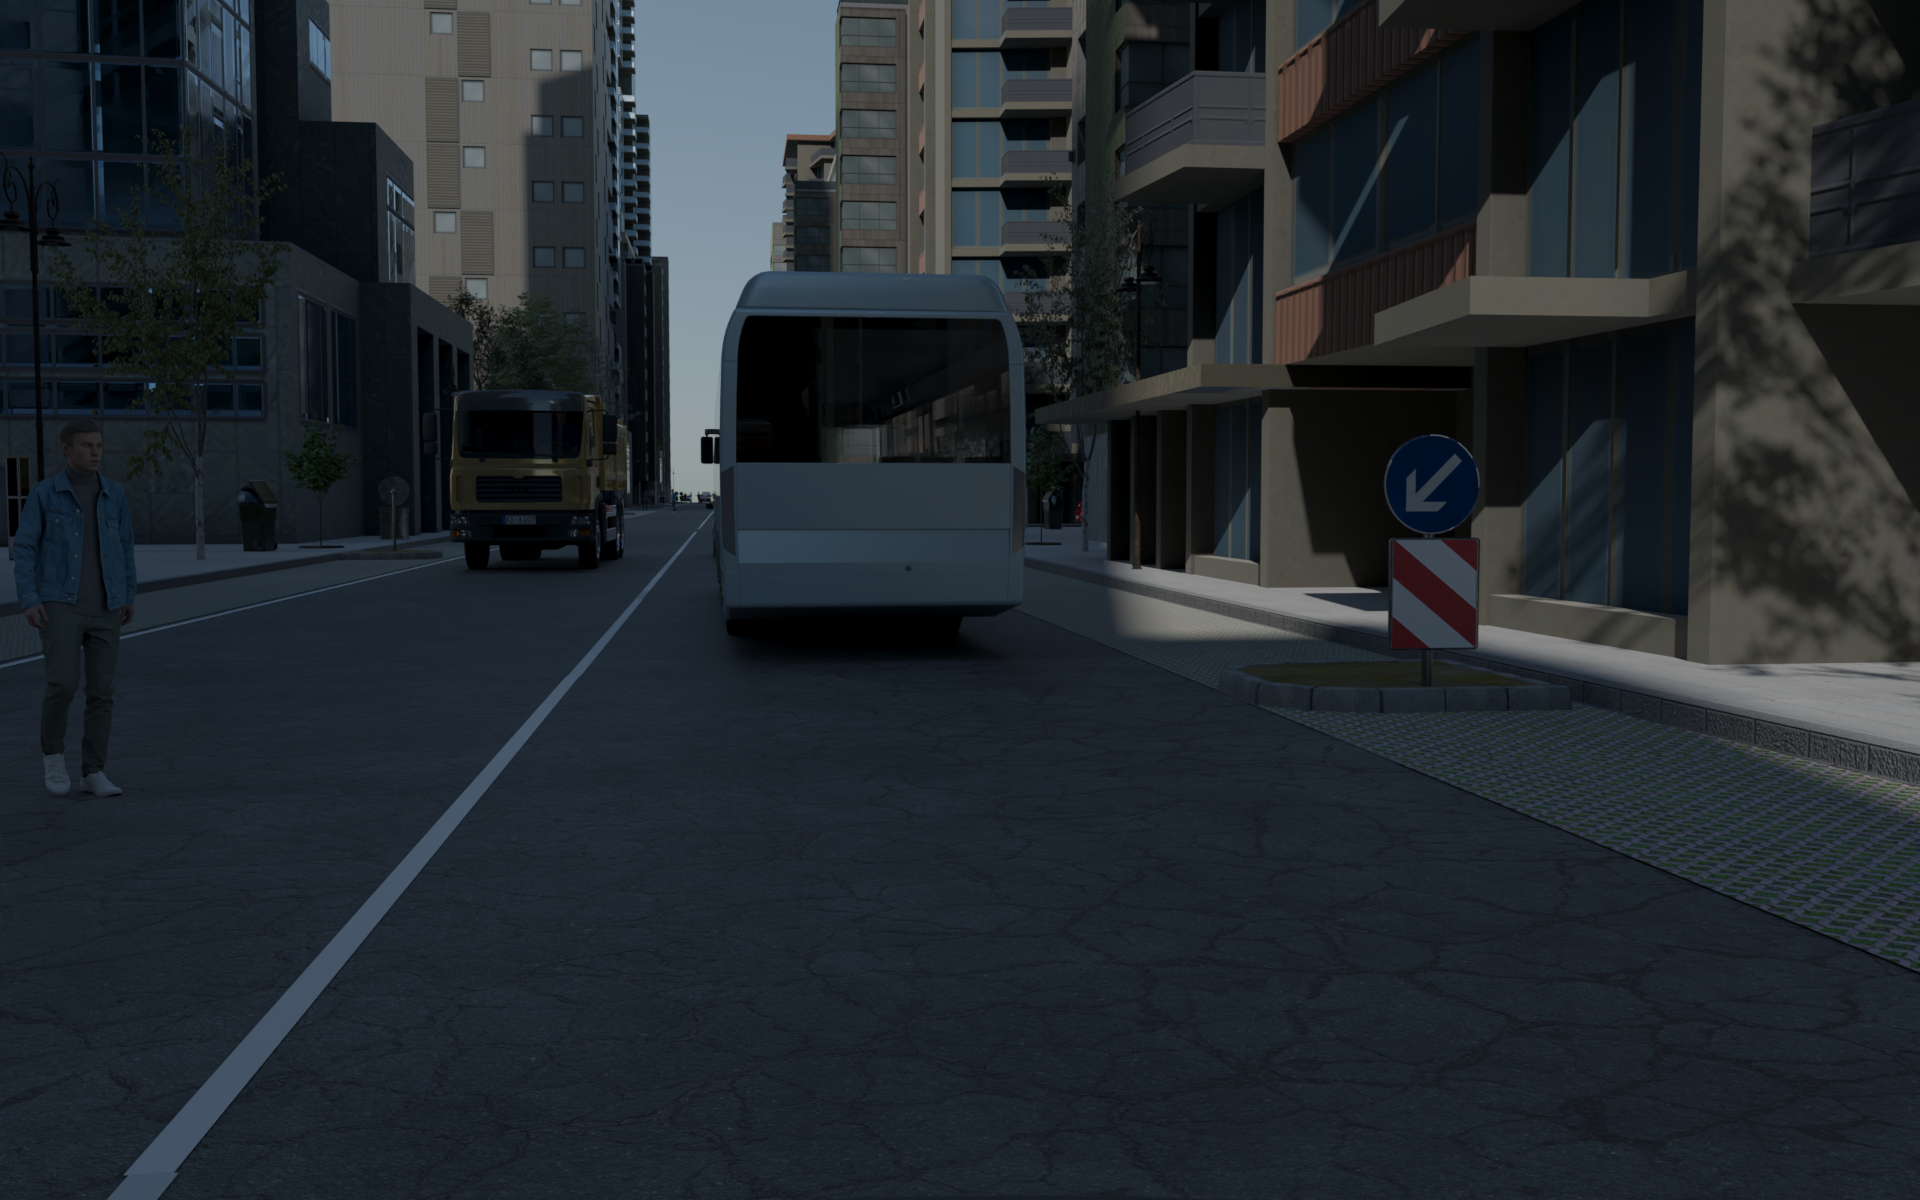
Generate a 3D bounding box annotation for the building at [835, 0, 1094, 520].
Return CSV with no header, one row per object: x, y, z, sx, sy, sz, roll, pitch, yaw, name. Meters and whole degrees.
-0.574,-20.345,104.343,14.160,30.474,14.107,0,4,-8,building

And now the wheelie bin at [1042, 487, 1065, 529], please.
3.398,-3.371,63.028,0.693,1.594,0.980,-1,4,-18,wheelie bin

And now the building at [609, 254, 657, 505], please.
-44.143,-26.745,208.983,14.160,30.474,14.107,0,4,-8,building

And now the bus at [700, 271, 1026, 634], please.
-1.667,-1.598,20.979,2.948,3.499,13.247,-1,4,-8,bus

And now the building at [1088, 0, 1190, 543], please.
10.157,-17.067,50.741,14.160,30.474,14.107,0,4,-8,building

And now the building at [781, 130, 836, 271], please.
-10.189,-33.928,209.351,22.147,44.769,28.867,0,4,-8,building

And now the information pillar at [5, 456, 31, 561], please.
-18.195,-1.774,33.498,0.304,2.012,0.304,1,4,14,information pillar

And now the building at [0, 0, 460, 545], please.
-32.341,-45.117,50.341,31.000,86.520,22.319,0,4,-8,building

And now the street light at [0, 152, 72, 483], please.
-12.719,-3.125,23.886,0.468,5.910,1.993,0,4,-8,street light

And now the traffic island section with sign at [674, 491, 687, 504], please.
-41.111,-14.858,251.552,1.989,1.847,2.006,0,4,-8,traffic island section with sign

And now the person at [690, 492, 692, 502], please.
-46.934,-17.928,301.482,0.599,1.838,0.709,0,4,7,person

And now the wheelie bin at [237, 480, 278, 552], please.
-15.766,-1.891,38.828,0.693,1.594,0.980,0,4,8,wheelie bin

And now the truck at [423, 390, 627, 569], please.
-8.428,-2.406,35.260,3.469,3.379,9.791,0,4,-7,truck

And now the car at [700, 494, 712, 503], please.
-39.748,-15.944,269.719,2.155,1.783,4.494,0,4,-8,car

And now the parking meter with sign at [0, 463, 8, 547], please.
-23.033,-2.793,41.925,1.738,3.016,0.543,-2,4,-30,parking meter with sign

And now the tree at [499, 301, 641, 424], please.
-25.382,-12.214,110.069,12.009,13.543,11.850,0,3,0,tree

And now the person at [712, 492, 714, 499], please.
-41.678,-17.395,293.045,1.348,1.807,0.705,1,4,12,person

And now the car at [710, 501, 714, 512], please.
-10.562,-4.313,80.110,1.945,1.707,3.694,-1,4,-9,car

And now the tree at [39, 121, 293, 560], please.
-15.128,-5.099,33.738,4.737,8.622,4.395,0,3,0,tree

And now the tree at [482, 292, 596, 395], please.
-23.890,-10.993,97.861,7.486,12.596,7.792,0,3,0,tree

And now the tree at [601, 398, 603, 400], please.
-27.493,-11.017,130.497,4.360,8.622,3.978,0,3,0,tree

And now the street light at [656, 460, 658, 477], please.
-40.277,-15.722,229.843,0.468,5.910,1.993,0,4,-8,street light

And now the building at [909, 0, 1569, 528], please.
10.288,-26.230,83.480,28.867,44.769,22.147,0,4,-8,building

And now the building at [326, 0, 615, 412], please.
-45.603,-34.661,155.944,28.713,52.752,27.495,0,4,-8,building

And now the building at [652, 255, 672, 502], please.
-55.719,-37.033,289.081,14.154,41.232,14.086,0,4,-8,building

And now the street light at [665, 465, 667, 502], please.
-44.904,-17.868,264.936,0.468,5.910,1.993,0,4,-8,street light

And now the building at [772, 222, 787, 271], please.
-21.396,-35.416,262.643,14.154,41.232,14.086,0,4,-8,building

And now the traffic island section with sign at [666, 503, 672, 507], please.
-33.792,-11.514,196.888,1.989,1.847,2.006,0,4,-8,traffic island section with sign

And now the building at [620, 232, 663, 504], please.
-57.611,-33.399,237.948,32.217,40.220,23.993,0,4,-8,building

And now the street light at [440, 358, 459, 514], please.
-17.339,-5.275,59.040,0.468,5.910,1.993,0,4,-8,street light

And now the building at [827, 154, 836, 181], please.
-1.112,-30.058,183.324,32.217,40.220,23.993,0,4,-8,building

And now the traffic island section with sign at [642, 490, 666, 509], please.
-30.183,-9.870,170.007,1.989,1.847,2.006,0,4,-8,traffic island section with sign

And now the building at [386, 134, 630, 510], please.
-46.405,-53.308,184.259,22.319,86.520,31.000,0,4,-8,building

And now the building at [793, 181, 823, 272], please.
-8.628,-23.924,162.853,14.160,30.474,14.107,0,4,-8,building

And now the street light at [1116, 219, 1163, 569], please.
3.022,-3.463,29.402,0.468,5.910,1.993,0,4,-8,street light

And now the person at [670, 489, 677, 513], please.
-21.836,-7.565,132.208,0.620,1.820,0.660,1,4,12,person

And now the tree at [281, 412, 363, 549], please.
-15.349,-2.849,41.184,1.663,3.219,1.824,0,3,0,tree

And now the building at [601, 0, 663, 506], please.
-56.982,-58.231,264.745,22.319,86.520,31.000,0,4,-8,building

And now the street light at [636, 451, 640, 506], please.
-33.852,-12.802,182.102,0.468,5.910,1.993,0,4,-8,street light

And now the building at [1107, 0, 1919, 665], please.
14.048,-22.416,21.130,22.147,44.769,28.867,0,4,-8,building

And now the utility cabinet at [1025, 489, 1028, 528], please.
1.932,-3.438,64.895,1.173,1.500,0.318,1,4,17,utility cabinet

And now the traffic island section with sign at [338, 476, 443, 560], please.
-12.566,-1.819,38.372,1.989,1.847,2.006,0,4,-8,traffic island section with sign

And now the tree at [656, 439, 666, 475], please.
-39.630,-16.564,221.179,4.737,8.622,4.395,0,3,0,tree

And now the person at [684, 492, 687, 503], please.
-43.305,-16.124,273.051,0.541,1.710,0.530,0,4,-5,person

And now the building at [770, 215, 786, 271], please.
-21.329,-41.101,295.696,21.300,48.544,21.600,0,4,-8,building

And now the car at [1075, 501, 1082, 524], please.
6.881,-3.703,69.584,4.494,1.783,2.155,0,4,-7,car

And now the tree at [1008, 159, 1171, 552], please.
2.772,-5.401,38.665,4.360,8.622,3.978,0,3,0,tree

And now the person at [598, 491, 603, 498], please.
-10.509,-2.555,50.546,0.520,1.790,0.573,1,4,19,person

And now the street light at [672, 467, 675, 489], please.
-49.636,-20.027,300.229,0.468,5.910,1.993,0,4,-8,street light

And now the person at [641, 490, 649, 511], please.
-27.252,-8.623,149.933,0.683,1.767,0.568,-1,4,-17,person

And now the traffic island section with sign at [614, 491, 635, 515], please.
-23.391,-6.764,119.219,1.989,1.847,2.006,0,4,-8,traffic island section with sign

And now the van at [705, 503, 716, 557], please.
-4.983,-2.065,40.776,2.013,2.044,4.112,0,4,-8,van

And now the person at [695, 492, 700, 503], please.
-40.060,-15.621,264.433,0.750,1.759,0.617,-2,4,-35,person

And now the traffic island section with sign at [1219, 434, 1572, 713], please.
2.922,-0.220,12.227,1.989,1.847,2.006,0,4,-8,traffic island section with sign

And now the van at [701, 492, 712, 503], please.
-41.340,-16.819,282.001,2.013,2.044,4.112,-1,4,-9,van

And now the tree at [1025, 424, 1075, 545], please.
2.183,-3.015,43.900,1.663,3.219,1.824,0,3,0,tree

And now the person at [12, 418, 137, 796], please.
-4.176,0.039,8.207,0.444,1.785,0.601,3,5,43,person

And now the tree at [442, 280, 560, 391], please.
-21.004,-8.682,76.356,7.601,10.594,8.767,0,4,-2,tree

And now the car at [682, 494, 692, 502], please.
-46.731,-17.320,295.181,2.014,1.417,4.499,0,4,-8,car
